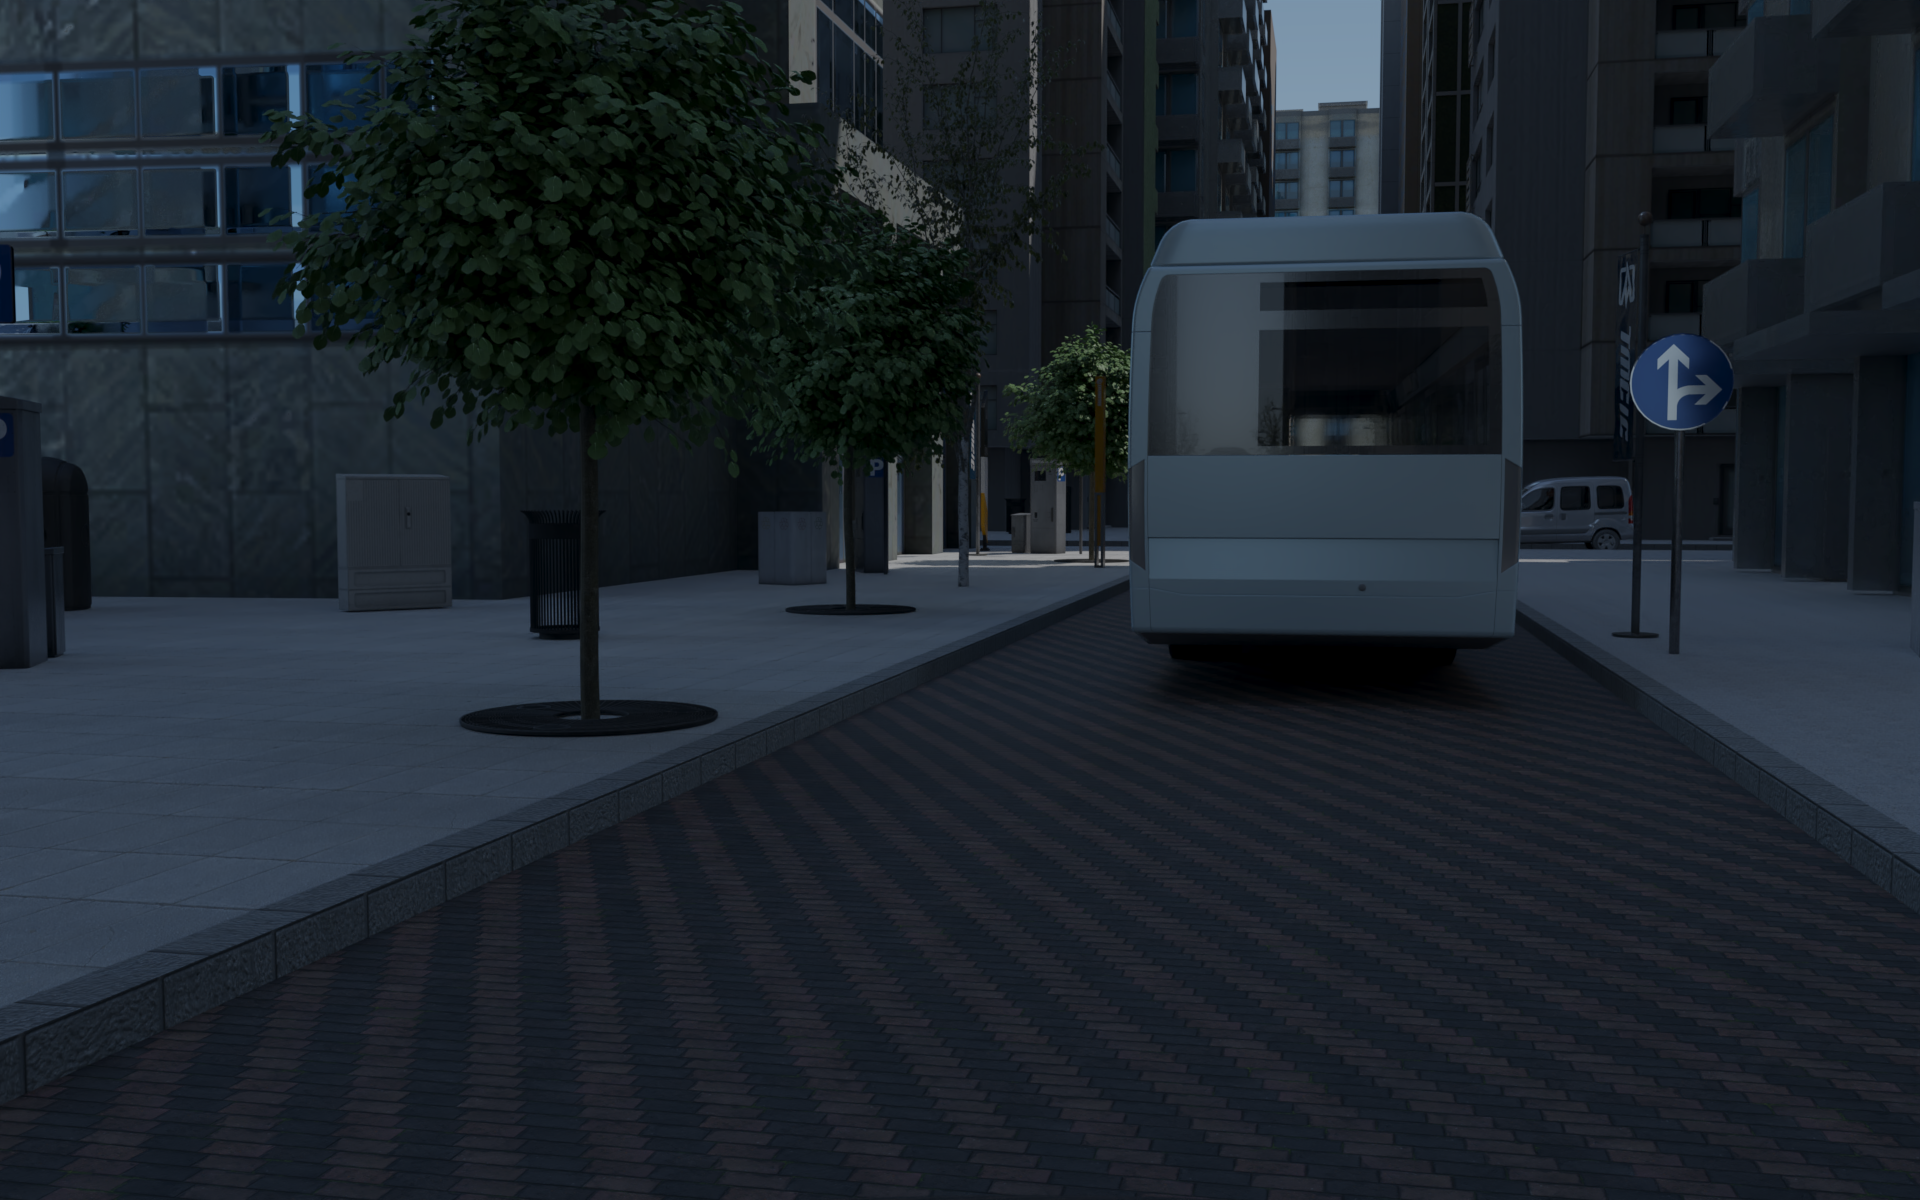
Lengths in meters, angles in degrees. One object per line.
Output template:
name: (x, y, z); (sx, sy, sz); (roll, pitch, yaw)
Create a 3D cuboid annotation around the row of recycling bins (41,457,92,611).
row of recycling bins: (-10.577, -0.660, 17.907); (1.069, 1.692, 3.534); (1, 4, 22)

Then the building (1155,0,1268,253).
building: (12.857, -31.750, 138.726); (23.786, 49.044, 30.456); (1, 4, 12)

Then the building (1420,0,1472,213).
building: (37.298, -40.881, 106.655); (20.563, 71.187, 20.611); (1, 4, 12)

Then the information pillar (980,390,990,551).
information pillar: (0.549, -2.909, 38.915); (0.183, 3.616, 0.504); (1, 4, 10)

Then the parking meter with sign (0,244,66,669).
parking meter with sign: (-7.116, -1.019, 12.914); (0.543, 3.016, 1.738); (-1, 4, -16)

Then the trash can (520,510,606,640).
trash can: (-3.526, -0.231, 15.429); (0.748, 1.137, 0.748); (0, 3, 0)

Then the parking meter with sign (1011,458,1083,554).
parking meter with sign: (1.901, -2.510, 37.301); (1.738, 3.016, 0.543); (2, 4, 35)

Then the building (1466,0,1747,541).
building: (22.993, -22.513, 51.683); (14.086, 41.232, 14.154); (1, 4, 12)

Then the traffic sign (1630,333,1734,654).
traffic sign: (5.735, -0.839, 13.830); (0.768, 2.556, 0.104); (1, 4, 18)

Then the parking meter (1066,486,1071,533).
parking meter: (3.456, -2.950, 56.638); (0.372, 1.533, 0.369); (0, 3, 0)

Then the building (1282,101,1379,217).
building: (46.927, -36.366, 214.198); (30.456, 49.044, 23.786); (1, 4, 12)

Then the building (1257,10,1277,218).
building: (21.801, -31.195, 160.140); (14.600, 45.320, 14.200); (1, 4, 12)

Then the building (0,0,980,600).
building: (-17.042, -43.955, 31.332); (31.000, 86.520, 22.319); (1, 4, 12)

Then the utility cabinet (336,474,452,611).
utility cabinet: (-6.242, -0.640, 19.146); (1.173, 1.500, 0.318); (-3, 5, -40)

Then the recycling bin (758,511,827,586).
recycling bin: (-2.392, -0.745, 24.735); (0.722, 1.027, 0.722); (3, 4, 38)

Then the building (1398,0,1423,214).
building: (39.858, -29.263, 128.568); (14.600, 45.320, 14.200); (1, 4, 12)

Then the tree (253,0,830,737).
tree: (-2.027, -1.587, 9.653); (4.285, 4.588, 4.351); (0, 3, 0)

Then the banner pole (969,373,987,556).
banner pole: (0.306, -2.796, 35.729); (0.401, 3.779, 0.863); (1, 4, 16)

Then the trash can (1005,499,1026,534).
trash can: (1.781, -2.684, 55.533); (0.748, 1.137, 0.748); (0, 3, 0)

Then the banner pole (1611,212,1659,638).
banner pole: (6.075, -1.570, 15.695); (0.401, 3.779, 0.863); (0, 4, 0)

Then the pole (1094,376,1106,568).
pole: (2.432, -2.215, 30.055); (0.158, 3.312, 0.155); (0, 3, 0)

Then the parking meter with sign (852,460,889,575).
parking meter with sign: (-1.424, -1.960, 28.313); (0.543, 3.016, 1.738); (-1, 4, -17)

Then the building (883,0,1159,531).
building: (-0.287, -23.306, 64.652); (14.154, 41.232, 14.086); (1, 4, 12)

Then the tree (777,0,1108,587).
tree: (-0.190, -4.491, 23.787); (4.360, 8.622, 3.978); (0, 3, 0)

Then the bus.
bus: (3.599, -1.414, 17.983); (2.948, 3.499, 13.247); (1, 4, 10)

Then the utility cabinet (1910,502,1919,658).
utility cabinet: (7.864, -0.169, 13.929); (0.306, 1.237, 1.020); (2, 4, 25)

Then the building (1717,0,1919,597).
building: (21.355, -24.313, 17.125); (23.786, 49.044, 30.456); (1, 4, 12)

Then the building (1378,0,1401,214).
building: (53.384, -38.813, 176.583); (21.231, 58.520, 28.212); (1, 4, 12)

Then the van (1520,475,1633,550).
van: (14.036, -2.120, 41.678); (4.112, 2.044, 2.013); (1, 4, 13)
